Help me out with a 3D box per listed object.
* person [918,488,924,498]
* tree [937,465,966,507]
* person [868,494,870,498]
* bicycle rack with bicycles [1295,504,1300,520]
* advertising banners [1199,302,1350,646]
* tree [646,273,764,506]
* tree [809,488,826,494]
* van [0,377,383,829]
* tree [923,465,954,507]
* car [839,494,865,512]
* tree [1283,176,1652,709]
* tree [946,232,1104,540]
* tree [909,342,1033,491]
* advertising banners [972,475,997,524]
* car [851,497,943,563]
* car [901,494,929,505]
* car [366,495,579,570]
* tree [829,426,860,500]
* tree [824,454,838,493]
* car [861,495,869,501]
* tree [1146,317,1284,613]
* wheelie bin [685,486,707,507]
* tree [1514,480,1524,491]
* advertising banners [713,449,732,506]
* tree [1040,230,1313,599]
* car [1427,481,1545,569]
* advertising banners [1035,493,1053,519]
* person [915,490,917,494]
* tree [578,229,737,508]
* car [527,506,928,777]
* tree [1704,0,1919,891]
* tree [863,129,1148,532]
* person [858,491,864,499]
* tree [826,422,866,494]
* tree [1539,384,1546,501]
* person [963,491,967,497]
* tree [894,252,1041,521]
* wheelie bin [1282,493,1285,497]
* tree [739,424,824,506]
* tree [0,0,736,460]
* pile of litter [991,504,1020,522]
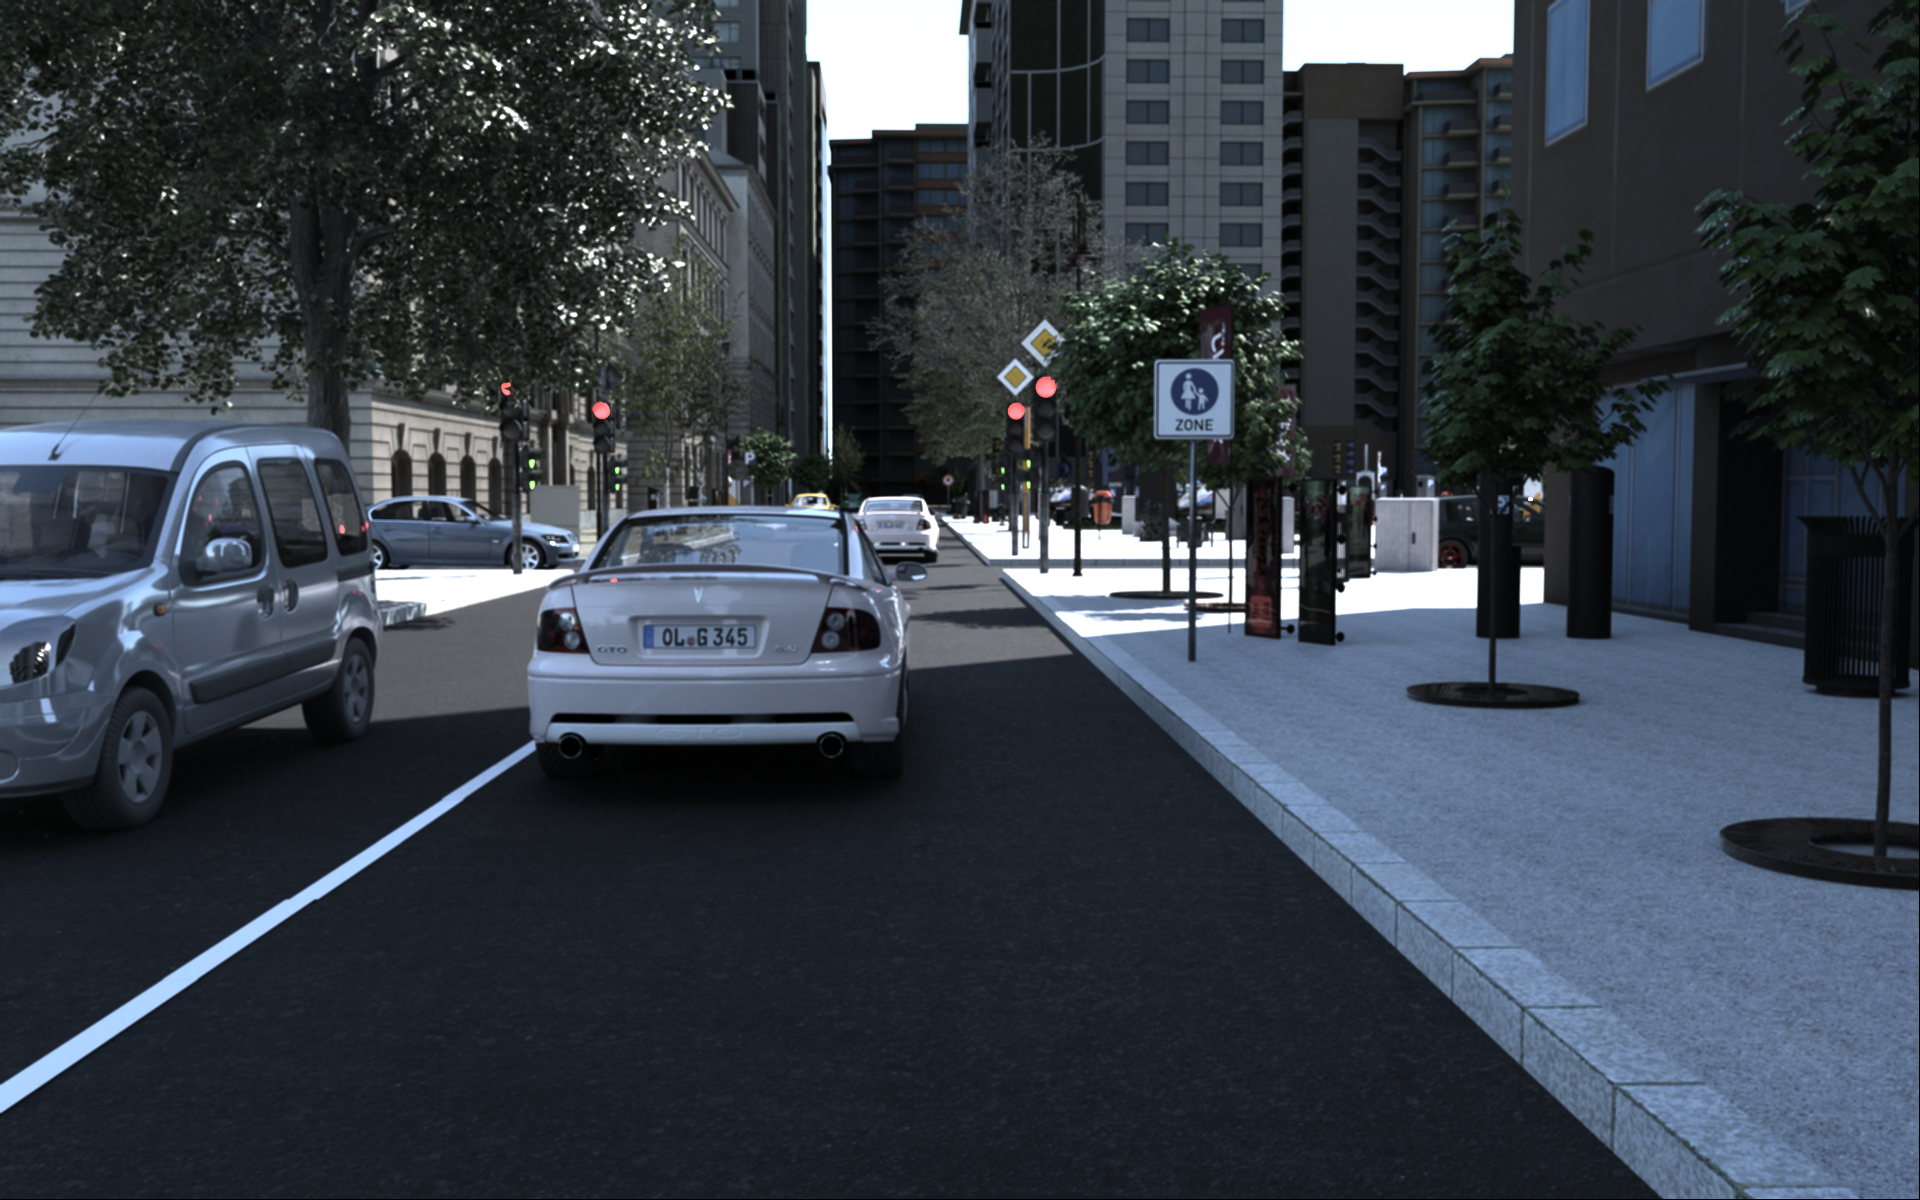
[{"bbox_3d":[-2.632,-6.377,112.784,0.705,1.822,1.348,2,4,31],"label":"person"},{"bbox_3d":[-0.239,-7.389,115.415,1.663,3.219,1.824,0,3,0],"label":"tree"},{"bbox_3d":[-9.353,-10.112,177.087,0.557,1.426,1.065,2,4,23],"label":"person"},{"bbox_3d":[18.274,-4.548,87.737,2.925,0.926,2.852,-2,4,-27],"label":"bicycle rack with bicycles"},{"bbox_3d":[2.725,-1.176,15.418,0.090,3.025,2.074,-2,4,-27],"label":"advertising banners"},{"bbox_3d":[-8.760,-6.614,58.504,4.360,8.622,3.978,0,3,0],"label":"tree"},{"bbox_3d":[-10.805,-8.366,131.377,1.663,3.219,1.824,0,3,0],"label":"tree"},{"bbox_3d":[-4.324,-0.104,8.712,2.013,2.044,4.112,0,4,0],"label":"van"},{"bbox_3d":[-2.040,-11.674,174.578,4.285,4.588,4.351,0,3,0],"label":"tree"},{"bbox_3d":[-8.031,-7.352,129.008,1.959,1.807,4.718,0,4,-2],"label":"car"},{"bbox_3d":[3.254,-0.981,10.643,1.663,3.219,1.824,0,3,0],"label":"tree"},{"bbox_3d":[2.050,-5.997,48.416,4.360,8.622,3.978,0,3,0],"label":"tree"},{"bbox_3d":[0.717,-9.771,94.170,8.767,10.594,7.601,2,4,35],"label":"tree"},{"bbox_3d":[1.102,-4.796,74.595,0.090,3.025,2.074,-2,4,-31],"label":"advertising banners"},{"bbox_3d":[-1.405,-1.545,37.629,2.083,1.381,4.827,0,4,0],"label":"car"},{"bbox_3d":[-2.851,-5.593,103.451,2.014,1.417,4.499,0,4,0],"label":"car"},{"bbox_3d":[-9.209,-1.190,31.463,4.499,1.417,2.014,0,4,-1],"label":"car"},{"bbox_3d":[-12.902,-14.542,188.127,4.360,8.622,3.978,0,3,0],"label":"tree"},{"bbox_3d":[-10.012,-8.336,120.001,4.285,4.588,4.351,0,3,0],"label":"tree"},{"bbox_3d":[-8.962,-8.783,156.182,1.945,1.354,3.894,0,4,-1],"label":"car"},{"bbox_3d":[3.029,-1.491,18.987,1.663,3.219,1.824,0,3,0],"label":"tree"},{"bbox_3d":[-10.905,-3.902,71.698,0.980,1.594,0.693,1,4,12],"label":"wheelie bin"},{"bbox_3d":[30.956,-6.989,97.984,4.285,4.588,4.351,0,3,0],"label":"tree"},{"bbox_3d":[-9.131,-4.319,66.804,0.090,3.025,2.074,1,4,12],"label":"advertising banners"},{"bbox_3d":[2.674,-2.323,21.688,4.285,4.588,4.351,0,3,0],"label":"tree"},{"bbox_3d":[9.995,-1.313,31.252,4.222,1.686,2.009,0,3,0],"label":"car"},{"bbox_3d":[4.050,-5.627,88.193,2.074,3.025,0.090,3,5,43],"label":"advertising banners"},{"bbox_3d":[-4.491,-10.415,178.802,0.705,1.822,1.348,-1,4,-19],"label":"person"},{"bbox_3d":[-8.302,-5.934,47.383,4.737,8.622,4.395,0,3,0],"label":"tree"},{"bbox_3d":[-1.230,0.134,10.163,2.083,1.381,4.827,0,4,-1],"label":"car"},{"bbox_3d":[3.369,-0.695,5.959,1.663,3.219,1.824,0,3,0],"label":"tree"},{"bbox_3d":[1.876,-9.072,58.698,12.009,13.543,11.850,0,3,0],"label":"tree"},{"bbox_3d":[-8.756,-8.617,150.120,1.217,1.736,0.721,3,5,40],"label":"person"},{"bbox_3d":[-11.585,-13.800,175.997,4.737,8.622,4.395,0,3,0],"label":"tree"},{"bbox_3d":[24.890,-7.538,73.613,4.360,8.622,3.978,0,3,0],"label":"tree"},{"bbox_3d":[0.635,-11.154,190.865,0.705,1.824,1.348,3,5,44],"label":"person"},{"bbox_3d":[0.621,-9.947,80.759,7.486,12.596,7.792,0,3,0],"label":"tree"},{"bbox_3d":[18.558,-5.705,101.187,0.693,1.594,0.980,-1,4,-18],"label":"wheelie bin"},{"bbox_3d":[-9.217,-5.985,81.564,4.285,4.588,4.351,0,3,0],"label":"tree"},{"bbox_3d":[-7.226,-6.925,19.885,9.857,13.997,8.962,0,3,0],"label":"tree"},{"bbox_3d":[2.129,-4.004,79.432,1.719,0.858,1.176,-3,5,-39],"label":"pile of litter"}]
